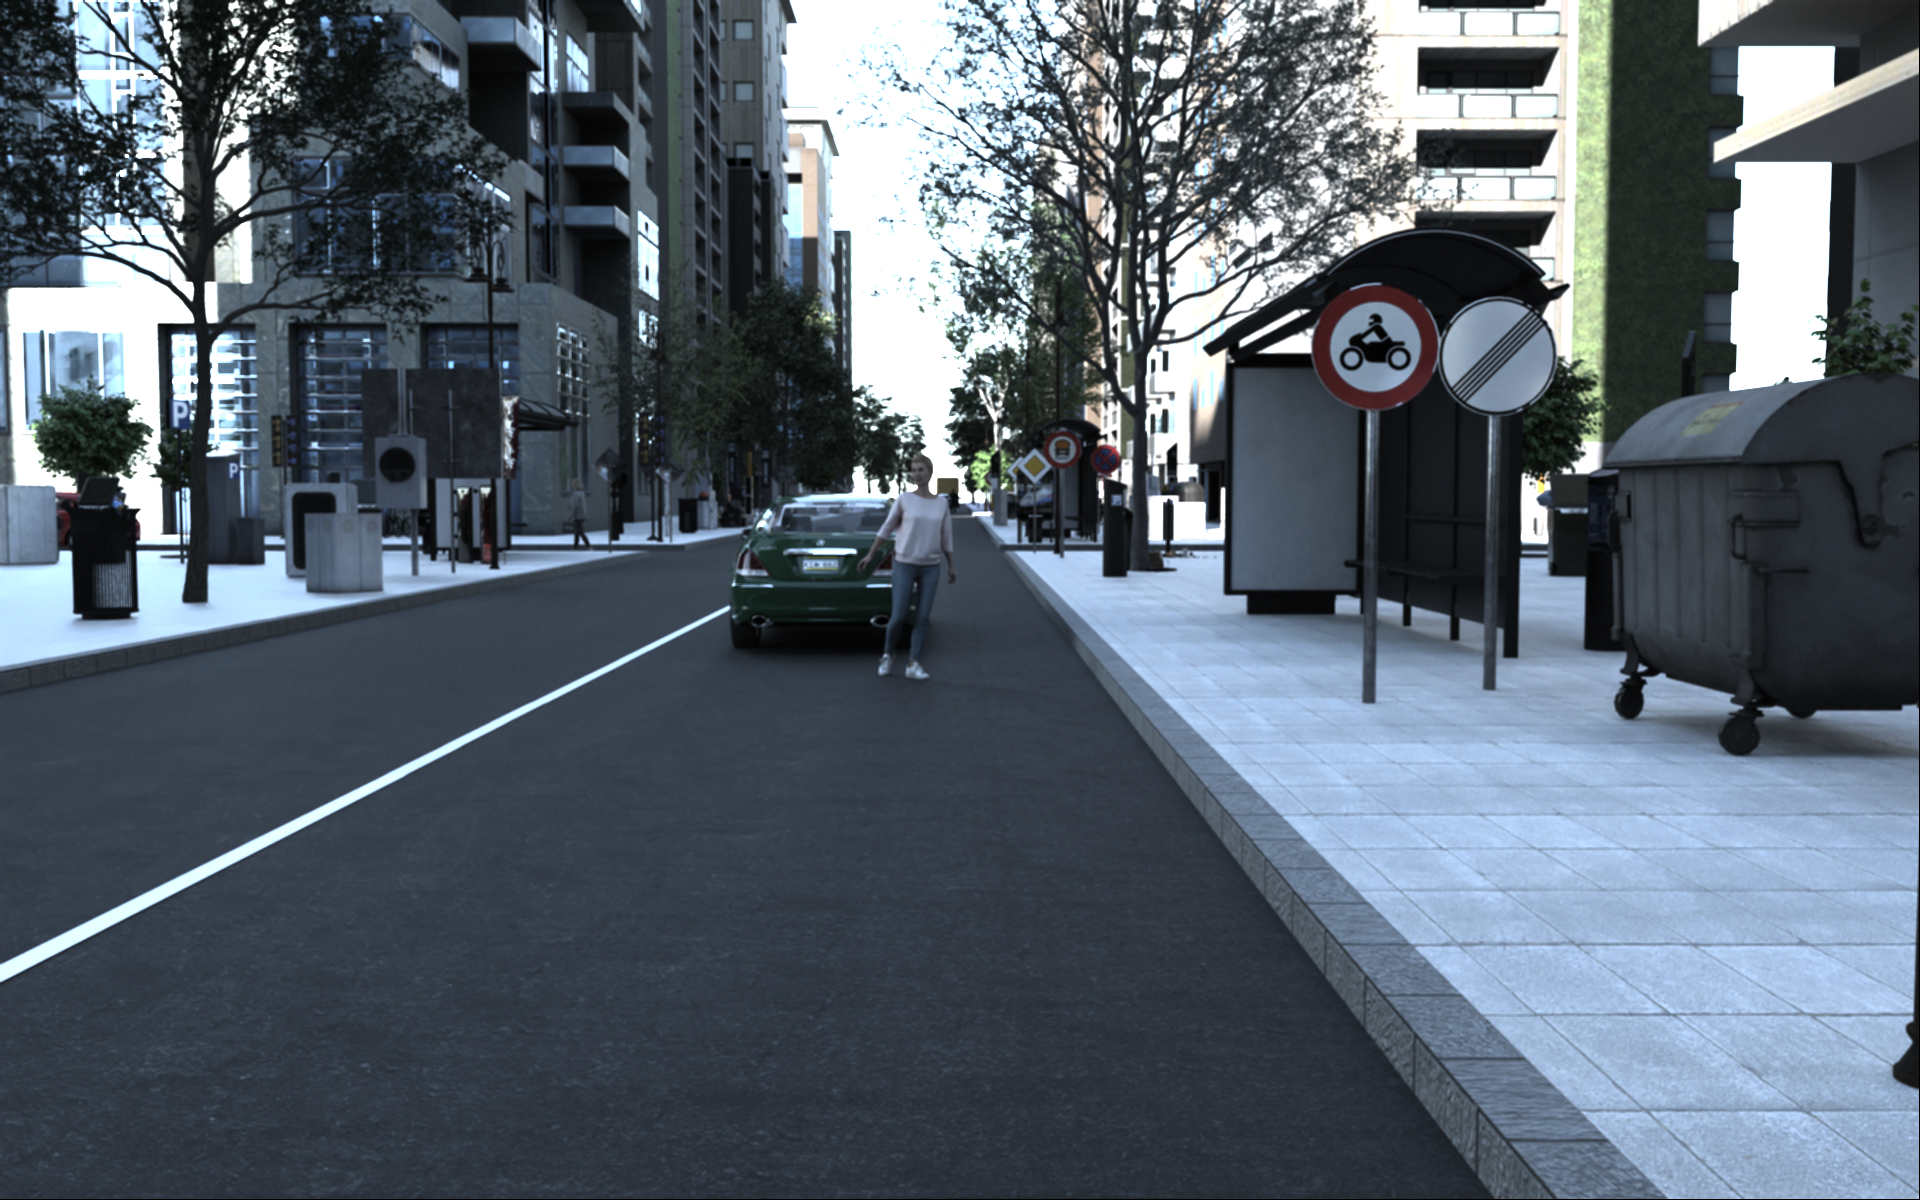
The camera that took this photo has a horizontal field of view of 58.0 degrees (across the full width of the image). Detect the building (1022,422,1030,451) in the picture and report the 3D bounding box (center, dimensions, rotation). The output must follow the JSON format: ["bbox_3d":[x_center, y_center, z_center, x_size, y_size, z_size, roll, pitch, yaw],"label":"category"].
[{"bbox_3d":[23.658,-25.751,266.075,27.650,21.520,28.899,0,3,0],"label":"building"}]

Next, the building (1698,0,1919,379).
[{"bbox_3d":[25.591,-26.016,14.595,28.713,52.752,27.495,0,3,0],"label":"building"}]

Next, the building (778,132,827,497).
[{"bbox_3d":[-24.223,-34.769,218.587,14.600,45.320,14.200,0,3,0],"label":"building"}]

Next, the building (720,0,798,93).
[{"bbox_3d":[-31.046,-35.431,168.533,28.713,52.752,27.495,0,3,0],"label":"building"}]

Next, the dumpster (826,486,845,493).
[{"bbox_3d":[-8.507,-6.875,118.169,1.264,1.857,1.865,0,3,0],"label":"dumpster"}]

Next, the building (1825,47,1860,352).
[{"bbox_3d":[43.055,-26.670,59.759,21.600,48.544,21.300,0,3,0],"label":"building"}]

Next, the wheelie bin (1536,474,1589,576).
[{"bbox_3d":[9.551,-1.181,27.218,0.980,1.594,0.693,1,4,8],"label":"wheelie bin"}]

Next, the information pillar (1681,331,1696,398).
[{"bbox_3d":[10.414,-2.047,24.823,0.183,3.616,0.504,2,4,34],"label":"information pillar"}]

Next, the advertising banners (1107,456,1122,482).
[{"bbox_3d":[7.224,-5.172,80.749,0.090,3.025,2.074,-1,4,-11],"label":"advertising banners"}]

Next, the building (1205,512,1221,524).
[{"bbox_3d":[17.904,-25.962,74.586,14.600,45.320,14.200,0,3,0],"label":"building"}]

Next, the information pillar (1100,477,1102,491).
[{"bbox_3d":[9.786,-7.778,118.528,0.504,3.616,0.183,1,4,19],"label":"information pillar"}]

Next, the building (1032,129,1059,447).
[{"bbox_3d":[20.475,-36.762,224.759,21.300,48.544,21.600,0,3,0],"label":"building"}]

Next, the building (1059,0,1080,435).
[{"bbox_3d":[20.391,-38.639,173.752,21.231,58.520,28.212,0,3,0],"label":"building"}]

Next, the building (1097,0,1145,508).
[{"bbox_3d":[19.949,-42.553,133.987,20.563,71.187,20.611,0,3,0],"label":"building"}]

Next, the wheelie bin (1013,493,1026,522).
[{"bbox_3d":[2.920,-4.342,78.902,0.980,1.594,0.693,0,4,8],"label":"wheelie bin"}]

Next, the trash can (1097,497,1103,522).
[{"bbox_3d":[6.062,-4.028,77.514,0.748,1.137,0.748,0,3,0],"label":"trash can"}]

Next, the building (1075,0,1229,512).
[{"bbox_3d":[17.588,-30.744,152.768,14.600,45.320,14.200,0,3,0],"label":"building"}]

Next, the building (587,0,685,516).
[{"bbox_3d":[-23.802,-25.339,97.881,14.154,41.232,14.086,0,3,0],"label":"building"}]

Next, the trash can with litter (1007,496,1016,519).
[{"bbox_3d":[2.688,-4.719,88.538,0.624,1.170,1.055,-1,4,-11],"label":"trash can with litter"}]

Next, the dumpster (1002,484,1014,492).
[{"bbox_3d":[3.551,-7.097,118.537,1.502,2.255,1.985,0,3,0],"label":"dumpster"}]

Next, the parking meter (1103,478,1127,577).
[{"bbox_3d":[2.409,-1.130,26.880,0.372,1.533,0.369,0,3,0],"label":"parking meter"}]

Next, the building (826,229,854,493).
[{"bbox_3d":[-23.442,-35.271,260.273,14.154,41.232,14.086,0,3,0],"label":"building"}]

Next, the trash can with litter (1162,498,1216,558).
[{"bbox_3d":[4.386,-1.510,35.752,1.678,1.210,2.233,0,4,4],"label":"trash can with litter"}]

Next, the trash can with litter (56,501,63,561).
[{"bbox_3d":[-17.515,-1.301,32.665,1.055,1.170,0.624,0,4,1],"label":"trash can with litter"}]

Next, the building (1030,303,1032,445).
[{"bbox_3d":[16.740,-28.886,243.991,14.160,30.474,14.107,0,3,0],"label":"building"}]

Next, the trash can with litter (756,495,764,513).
[{"bbox_3d":[-13.833,-6.642,119.656,1.678,1.210,2.233,0,4,2],"label":"trash can with litter"}]

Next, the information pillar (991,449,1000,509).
[{"bbox_3d":[1.836,-5.996,89.392,0.504,3.616,0.183,0,4,-3],"label":"information pillar"}]

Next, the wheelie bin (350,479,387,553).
[{"bbox_3d":[-12.778,-1.793,37.218,0.980,1.594,0.693,-1,4,-14],"label":"wheelie bin"}]

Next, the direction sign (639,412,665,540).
[{"bbox_3d":[-8.532,-3.428,48.047,0.876,3.537,0.379,2,4,27],"label":"direction sign"}]

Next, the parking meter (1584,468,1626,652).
[{"bbox_3d":[5.347,-0.357,14.243,0.372,1.533,0.369,0,3,0],"label":"parking meter"}]

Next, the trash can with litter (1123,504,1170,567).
[{"bbox_3d":[3.127,-1.157,30.307,1.055,1.170,0.624,0,4,0],"label":"trash can with litter"}]

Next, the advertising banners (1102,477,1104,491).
[{"bbox_3d":[8.786,-7.104,112.339,2.074,3.025,0.090,-1,4,-22],"label":"advertising banners"}]

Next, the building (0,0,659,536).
[{"bbox_3d":[-23.666,-46.076,66.013,22.319,86.520,31.000,0,3,0],"label":"building"}]

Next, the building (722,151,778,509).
[{"bbox_3d":[-23.427,-23.044,148.466,14.160,30.474,14.107,0,3,0],"label":"building"}]

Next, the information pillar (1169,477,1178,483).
[{"bbox_3d":[8.980,-4.190,72.995,0.304,2.012,0.304,2,4,30],"label":"information pillar"}]

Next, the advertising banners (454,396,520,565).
[{"bbox_3d":[-8.633,-2.166,31.610,2.074,3.025,0.090,3,5,41],"label":"advertising banners"}]

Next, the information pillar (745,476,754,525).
[{"bbox_3d":[-8.711,-4.102,71.562,0.304,2.012,0.304,0,4,6],"label":"information pillar"}]

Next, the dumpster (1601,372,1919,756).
[{"bbox_3d":[4.331,-0.207,9.140,1.264,1.857,1.865,0,4,0],"label":"dumpster"}]

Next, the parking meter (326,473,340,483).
[{"bbox_3d":[-17.122,-2.545,47.327,0.255,1.863,0.399,-3,5,-43],"label":"parking meter"}]

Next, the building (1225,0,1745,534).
[{"bbox_3d":[17.213,-23.003,59.699,14.086,41.232,14.154,0,3,0],"label":"building"}]

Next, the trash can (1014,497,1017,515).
[{"bbox_3d":[3.419,-5.360,99.286,0.748,1.137,0.748,0,3,0],"label":"trash can"}]

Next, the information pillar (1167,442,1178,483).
[{"bbox_3d":[9.516,-5.278,77.647,0.504,3.616,0.183,1,4,19],"label":"information pillar"}]

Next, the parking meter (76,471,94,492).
[{"bbox_3d":[-22.548,-2.385,44.701,0.399,1.863,0.255,-3,5,-45],"label":"parking meter"}]

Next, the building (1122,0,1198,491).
[{"bbox_3d":[22.091,-29.672,104.752,23.786,49.044,30.456,0,3,0],"label":"building"}]

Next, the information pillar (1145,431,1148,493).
[{"bbox_3d":[6.902,-4.471,64.450,0.183,3.616,0.504,0,4,-3],"label":"information pillar"}]

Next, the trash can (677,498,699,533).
[{"bbox_3d":[-8.941,-2.771,56.961,0.748,1.137,0.748,0,3,0],"label":"trash can"}]

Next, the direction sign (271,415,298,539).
[{"bbox_3d":[-19.411,-3.537,49.821,0.876,3.537,0.379,1,4,21],"label":"direction sign"}]

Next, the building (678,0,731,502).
[{"bbox_3d":[-26.517,-42.280,129.534,20.563,71.187,20.611,0,3,0],"label":"building"}]

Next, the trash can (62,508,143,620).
[{"bbox_3d":[-8.808,-0.378,17.838,0.748,1.137,0.748,0,3,0],"label":"trash can"}]

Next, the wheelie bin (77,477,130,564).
[{"bbox_3d":[-15.823,-1.473,31.988,0.980,1.594,0.693,0,4,7],"label":"wheelie bin"}]

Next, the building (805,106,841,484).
[{"bbox_3d":[-31.474,-39.750,239.154,28.713,52.752,27.495,0,3,0],"label":"building"}]
